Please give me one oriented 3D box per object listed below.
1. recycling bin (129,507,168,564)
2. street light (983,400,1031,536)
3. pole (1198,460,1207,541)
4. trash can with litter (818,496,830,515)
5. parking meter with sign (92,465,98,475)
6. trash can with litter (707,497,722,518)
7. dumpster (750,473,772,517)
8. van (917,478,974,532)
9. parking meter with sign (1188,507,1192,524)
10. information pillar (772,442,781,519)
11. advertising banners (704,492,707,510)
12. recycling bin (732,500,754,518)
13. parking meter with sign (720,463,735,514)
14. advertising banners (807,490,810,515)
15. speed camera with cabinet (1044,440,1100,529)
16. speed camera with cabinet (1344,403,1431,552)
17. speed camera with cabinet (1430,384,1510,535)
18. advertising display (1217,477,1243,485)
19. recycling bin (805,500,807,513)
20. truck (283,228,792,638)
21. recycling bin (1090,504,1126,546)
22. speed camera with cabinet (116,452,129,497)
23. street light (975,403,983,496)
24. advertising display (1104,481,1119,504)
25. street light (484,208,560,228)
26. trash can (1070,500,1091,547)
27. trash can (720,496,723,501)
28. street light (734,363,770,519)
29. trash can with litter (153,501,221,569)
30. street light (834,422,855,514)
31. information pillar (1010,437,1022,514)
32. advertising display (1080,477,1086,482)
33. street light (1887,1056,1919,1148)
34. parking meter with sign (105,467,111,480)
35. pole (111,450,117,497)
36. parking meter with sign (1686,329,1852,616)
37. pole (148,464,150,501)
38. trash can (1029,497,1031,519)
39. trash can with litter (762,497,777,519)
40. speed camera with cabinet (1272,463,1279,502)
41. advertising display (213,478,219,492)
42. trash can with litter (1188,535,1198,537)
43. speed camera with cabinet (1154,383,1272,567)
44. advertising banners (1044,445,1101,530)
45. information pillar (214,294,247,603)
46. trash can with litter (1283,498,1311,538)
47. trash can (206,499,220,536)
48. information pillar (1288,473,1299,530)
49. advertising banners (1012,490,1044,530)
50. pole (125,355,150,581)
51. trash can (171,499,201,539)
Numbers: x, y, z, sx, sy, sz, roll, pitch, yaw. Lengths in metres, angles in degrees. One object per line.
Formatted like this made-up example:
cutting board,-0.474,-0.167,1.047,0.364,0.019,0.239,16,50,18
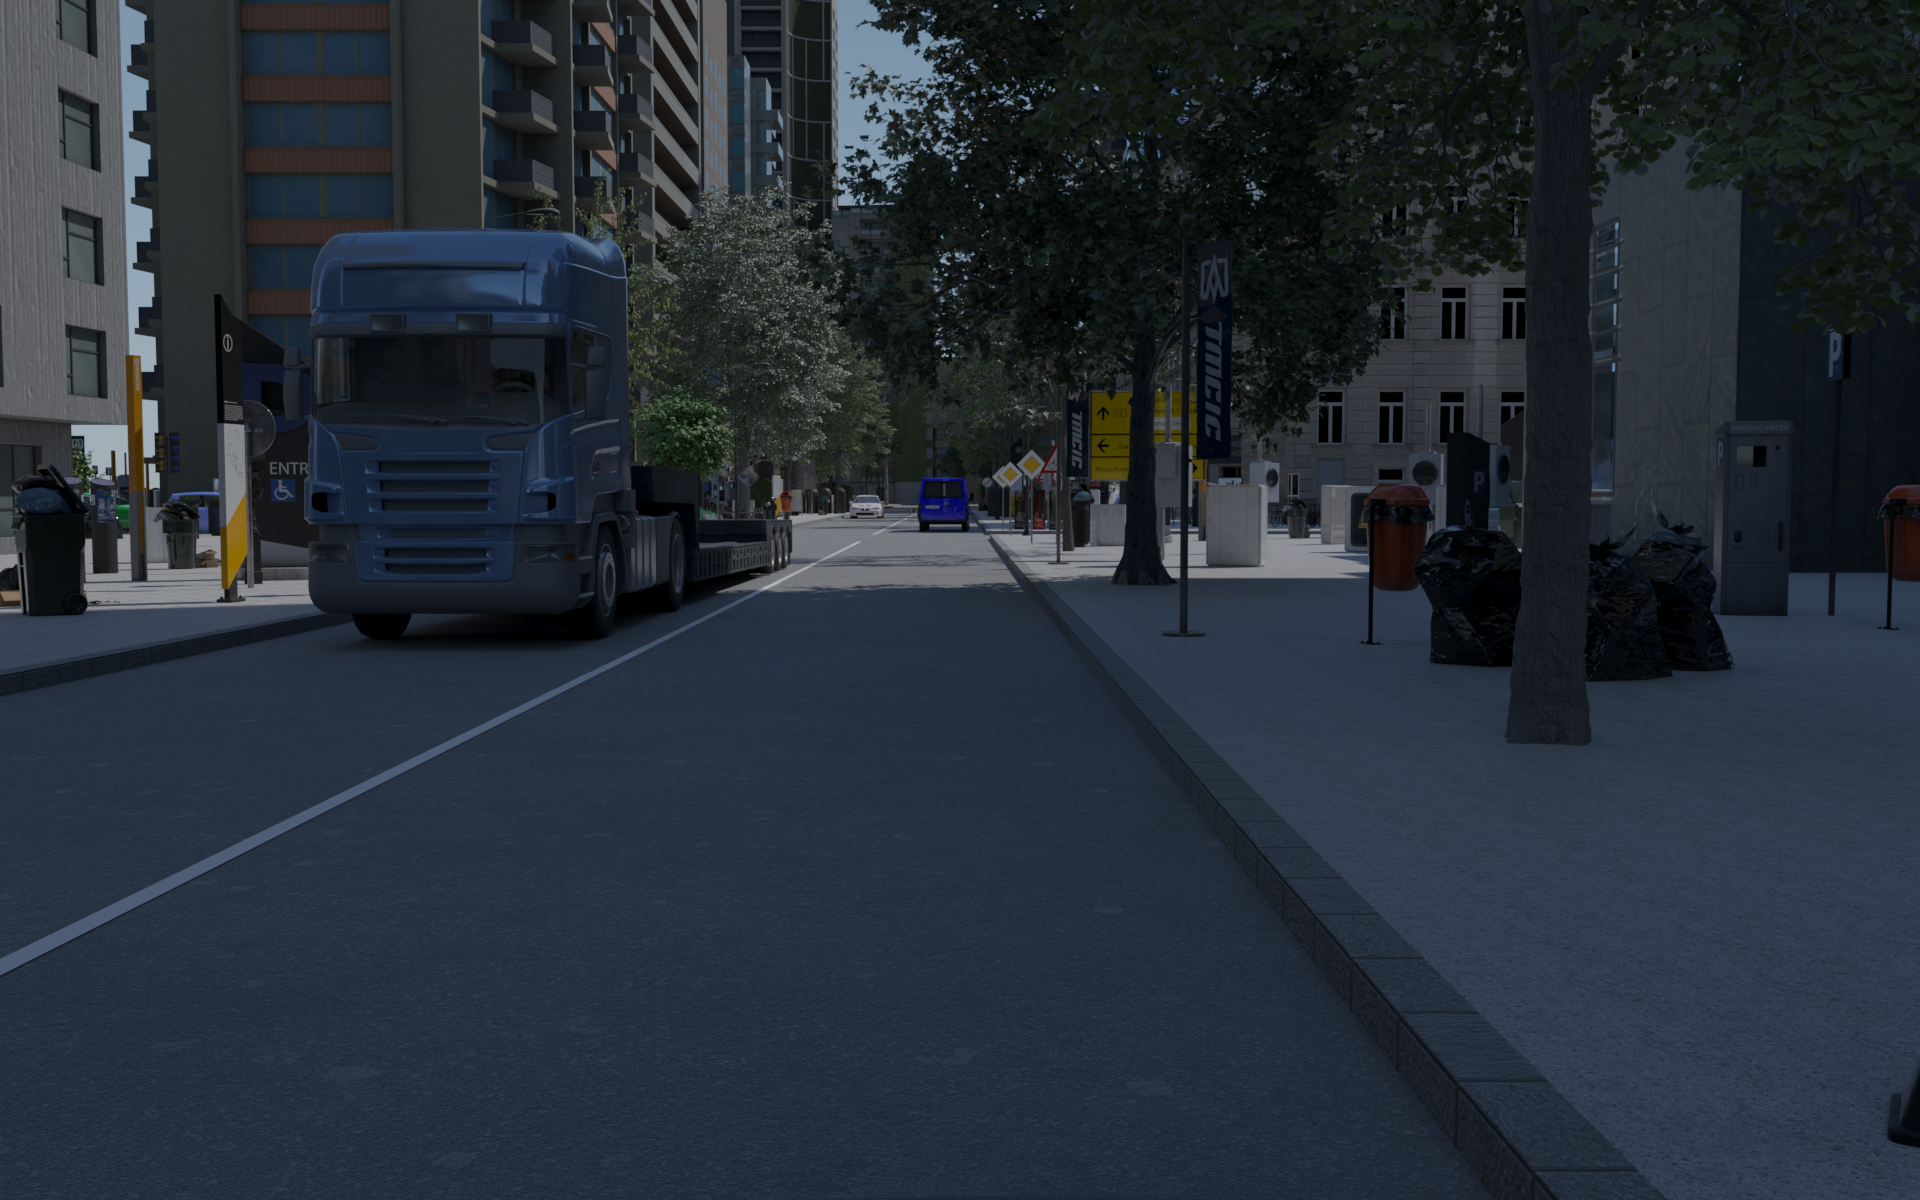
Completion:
recycling bin,-15.033,-1.213,32.391,0.722,1.027,0.722,3,5,45
street light,1.531,-4.936,53.242,1.470,5.913,1.316,0,4,0
pole,6.676,-3.290,47.638,0.158,3.312,0.155,0,3,0
trash can with litter,-8.241,-5.696,104.508,0.624,1.170,1.055,0,4,6
parking meter with sign,-53.206,-6.649,104.976,1.738,3.016,0.543,0,4,1
trash can with litter,-10.409,-3.873,74.715,1.055,1.170,0.624,2,4,33
dumpster,-9.066,-4.698,79.305,1.502,2.255,1.985,0,4,0
van,-0.583,-3.855,67.409,2.240,2.365,5.245,0,4,1
parking meter with sign,9.628,-4.750,73.921,0.543,3.016,1.738,0,4,1
information pillar,-8.204,-5.255,77.274,0.183,3.616,0.504,2,4,34
advertising banners,-19.503,-8.424,133.919,2.074,3.025,0.090,-1,4,-15
recycling bin,-9.036,-3.651,72.251,0.722,1.027,0.722,-2,4,-31
parking meter with sign,-13.292,-6.451,101.729,0.543,3.016,1.738,3,5,43
advertising banners,-9.528,-6.908,109.129,0.090,3.025,2.074,0,3,0
speed camera with cabinet,4.119,-4.246,63.750,2.038,3.252,0.660,1,4,9
speed camera with cabinet,9.524,-2.670,37.996,2.038,3.252,0.660,1,4,22
speed camera with cabinet,9.100,-2.221,30.651,0.660,3.252,2.038,3,4,38
advertising display,10.219,-3.691,65.566,0.974,1.923,0.123,1,4,19
recycling bin,-11.088,-6.687,121.881,0.722,1.027,0.722,-3,4,-37
truck,-4.594,-2.103,24.137,2.967,4.110,18.799,0,4,1
recycling bin,3.657,-1.851,42.814,0.722,1.027,0.722,-1,4,-13
speed camera with cabinet,-40.188,-5.406,82.724,0.660,3.252,2.038,-3,4,-38
street light,1.348,-6.987,86.775,1.470,5.913,1.316,0,4,0
advertising display,4.196,-2.597,47.682,0.123,1.923,0.974,2,4,25
street light,-7.203,-3.409,28.284,1.470,5.913,1.316,0,4,0
trash can,2.797,-1.845,41.821,0.748,1.137,0.748,0,3,0
trash can,-17.778,-7.070,127.251,0.748,1.137,0.748,0,3,0
street light,-7.411,-5.436,61.421,1.470,5.913,1.316,0,4,0
trash can with litter,-13.317,-1.133,29.911,0.624,1.170,1.055,1,4,17
street light,-7.429,-8.506,111.606,1.470,5.913,1.316,0,4,0
information pillar,2.293,-4.823,70.216,0.504,3.616,0.183,0,4,1
advertising display,4.773,-3.807,67.461,0.123,1.923,0.974,0,4,-2
street light,1.484,-1.881,3.301,1.470,5.913,1.316,0,4,0
parking meter with sign,-55.675,-7.138,112.966,0.543,3.016,1.738,-3,5,-44
pole,-39.496,-5.323,80.866,0.158,3.312,0.155,0,3,0
parking meter with sign,8.398,-1.352,18.374,1.738,3.016,0.543,1,4,11
pole,-47.787,-6.608,101.889,0.158,3.312,0.155,0,3,0
trash can,3.741,-4.682,88.211,0.748,1.137,0.748,0,3,0
trash can with litter,-7.972,-3.645,70.981,0.624,1.170,1.055,-3,5,-43
speed camera with cabinet,8.047,-3.294,48.186,2.038,3.252,0.660,-3,5,-42
advertising display,-30.047,-3.973,70.178,0.123,1.923,0.974,-3,4,-37
trash can with litter,7.790,-2.452,51.144,2.233,1.210,1.678,2,4,27
speed camera with cabinet,4.420,-2.233,30.847,2.038,3.252,0.660,1,4,22
advertising banners,4.110,-4.004,61.655,2.074,3.025,0.090,0,4,-7
information pillar,-8.647,-1.785,20.539,0.183,3.616,0.504,0,4,5
trash can with litter,9.775,-2.370,50.142,0.624,1.170,1.055,2,4,27
trash can,-22.733,-2.536,53.121,0.748,1.137,0.748,0,3,0
information pillar,11.896,-3.504,61.788,0.304,2.012,0.304,-1,4,-10
advertising banners,2.828,-4.052,62.437,2.074,3.025,0.090,2,4,27
pole,-12.134,-1.937,25.516,0.158,3.312,0.155,0,3,0
trash can,-21.075,-2.174,47.202,0.748,1.137,0.748,0,3,0
